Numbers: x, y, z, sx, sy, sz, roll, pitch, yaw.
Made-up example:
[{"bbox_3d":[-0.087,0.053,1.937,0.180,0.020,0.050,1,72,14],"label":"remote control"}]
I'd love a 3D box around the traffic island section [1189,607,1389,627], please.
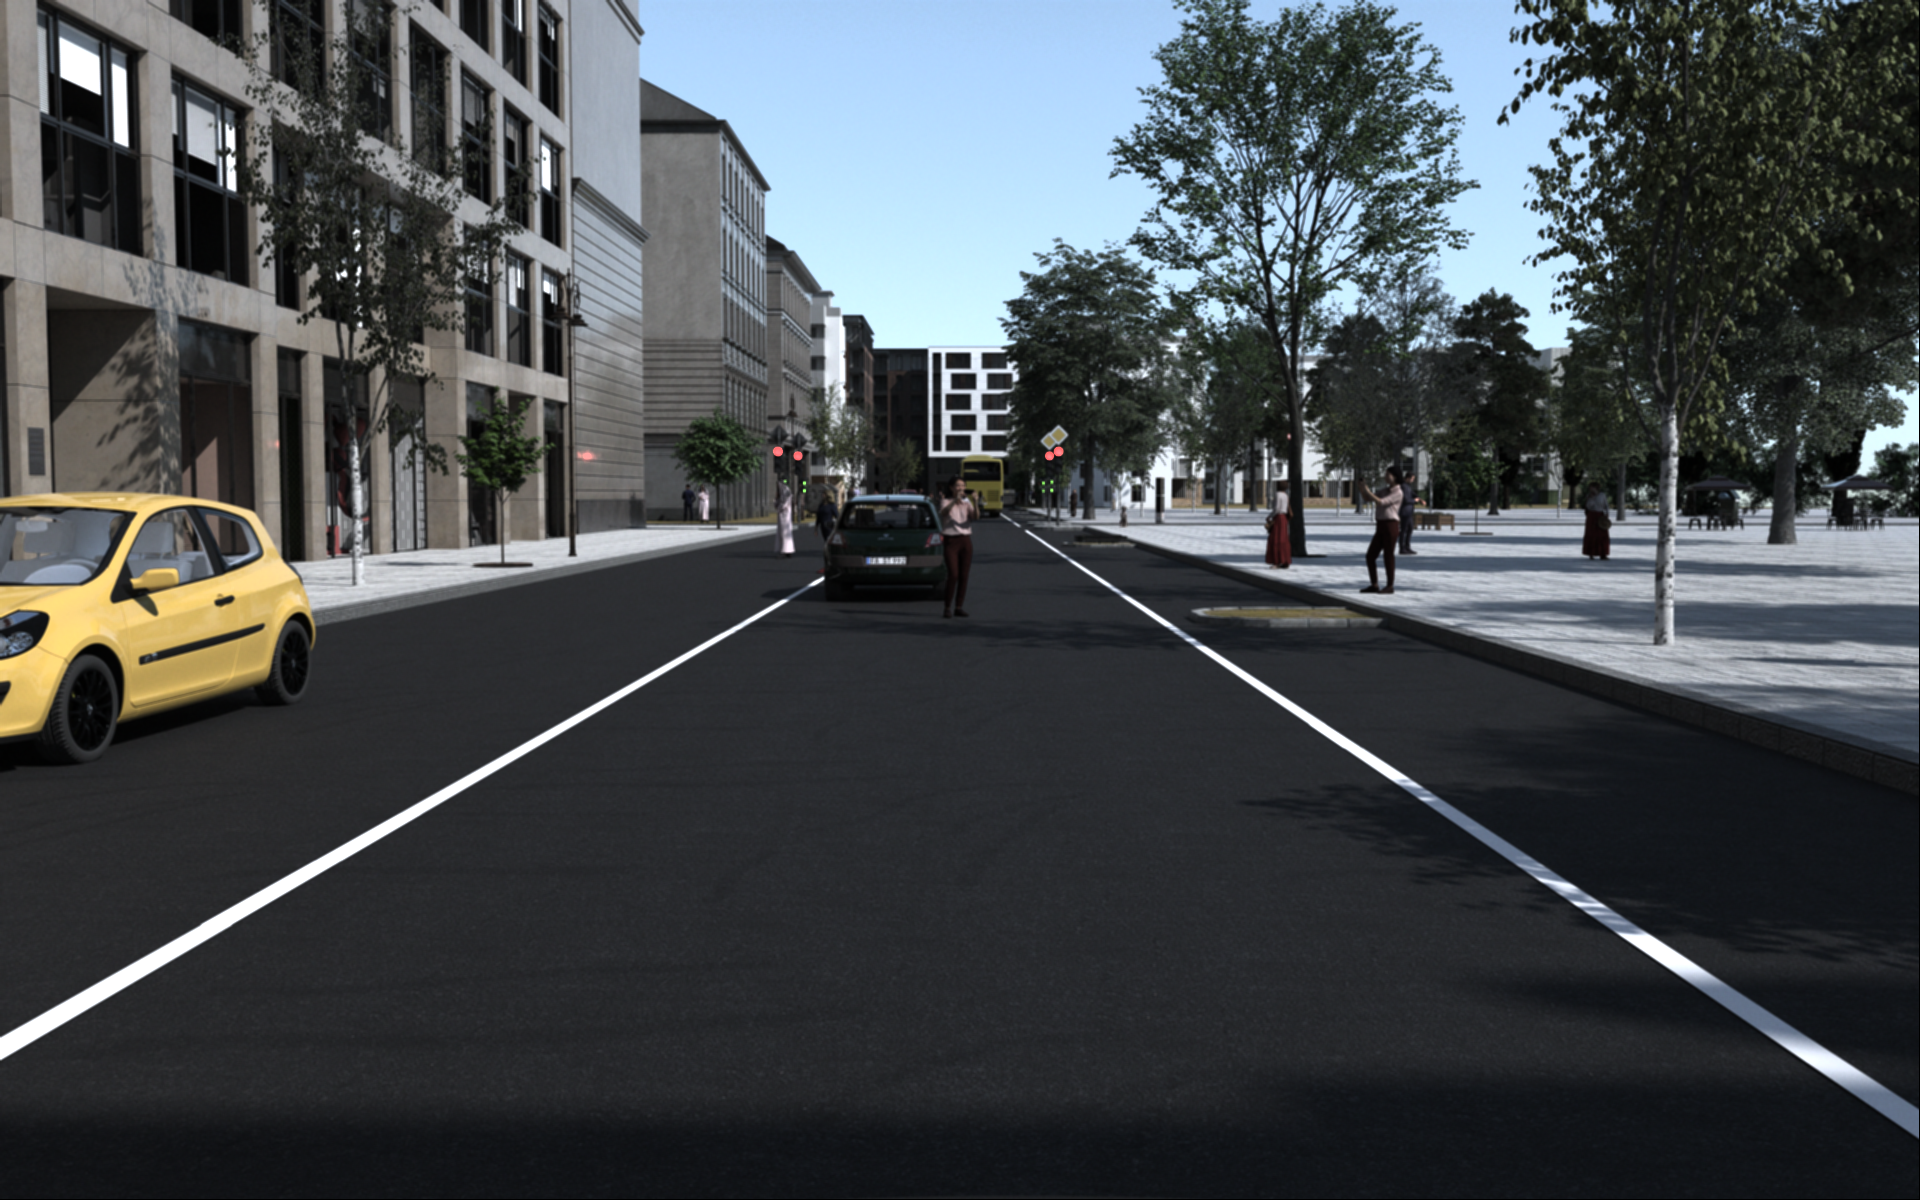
[{"bbox_3d":[3.636,0.197,19.638,1.991,0.108,1.994,0,4,0],"label":"traffic island section"}]

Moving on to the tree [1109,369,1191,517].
[{"bbox_3d":[10.482,-8.983,97.231,4.360,8.622,3.978,0,3,0],"label":"tree"}]

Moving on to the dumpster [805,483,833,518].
[{"bbox_3d":[-7.666,-5.353,93.287,1.264,1.857,1.865,0,4,0],"label":"dumpster"}]

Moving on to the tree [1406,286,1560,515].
[{"bbox_3d":[32.145,-12.049,104.427,7.806,13.903,7.818,0,3,0],"label":"tree"}]

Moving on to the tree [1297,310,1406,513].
[{"bbox_3d":[26.772,-12.790,116.537,7.806,13.903,7.818,0,3,0],"label":"tree"}]

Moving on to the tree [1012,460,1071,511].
[{"bbox_3d":[7.201,-9.225,134.541,4.285,4.588,4.351,0,3,0],"label":"tree"}]

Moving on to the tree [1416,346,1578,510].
[{"bbox_3d":[47.134,-14.858,144.752,18.604,14.587,13.155,0,3,0],"label":"tree"}]

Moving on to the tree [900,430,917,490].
[{"bbox_3d":[-7.750,-15.155,198.144,4.360,8.622,3.978,0,3,0],"label":"tree"}]

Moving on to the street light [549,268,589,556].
[{"bbox_3d":[-8.001,-3.842,35.596,0.468,5.910,1.993,0,4,0],"label":"street light"}]

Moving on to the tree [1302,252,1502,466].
[{"bbox_3d":[22.090,-10.821,87.290,12.009,13.543,11.850,0,3,0],"label":"tree"}]

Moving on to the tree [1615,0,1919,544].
[{"bbox_3d":[21.130,-8.414,44.225,9.857,13.997,8.962,0,3,0],"label":"tree"}]

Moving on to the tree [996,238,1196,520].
[{"bbox_3d":[6.583,-11.006,86.605,9.857,13.997,8.962,0,3,0],"label":"tree"}]

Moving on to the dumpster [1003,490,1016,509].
[{"bbox_3d":[4.330,-9.562,164.557,1.865,1.857,1.264,0,4,0],"label":"dumpster"}]

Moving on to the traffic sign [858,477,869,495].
[{"bbox_3d":[-7.280,-7.996,130.732,0.884,2.594,0.081,1,4,10],"label":"traffic sign"}]

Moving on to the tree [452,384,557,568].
[{"bbox_3d":[-8.177,-2.208,30.696,1.663,3.219,1.824,0,3,0],"label":"tree"}]

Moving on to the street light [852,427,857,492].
[{"bbox_3d":[-7.284,-8.874,117.874,0.468,5.910,1.993,0,4,0],"label":"street light"}]

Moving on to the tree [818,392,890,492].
[{"bbox_3d":[-7.919,-10.572,123.216,4.360,8.622,3.978,0,3,0],"label":"tree"}]

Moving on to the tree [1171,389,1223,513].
[{"bbox_3d":[16.229,-10.293,118.656,4.737,8.622,4.395,0,3,0],"label":"tree"}]

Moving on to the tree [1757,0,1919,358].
[{"bbox_3d":[16.666,-7.333,27.313,7.806,13.903,7.818,0,3,0],"label":"tree"}]

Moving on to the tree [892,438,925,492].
[{"bbox_3d":[-7.019,-17.022,228.671,4.737,8.622,4.395,0,3,0],"label":"tree"}]

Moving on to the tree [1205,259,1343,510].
[{"bbox_3d":[24.021,-17.495,141.927,12.611,20.169,13.585,0,3,0],"label":"tree"}]

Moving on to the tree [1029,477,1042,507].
[{"bbox_3d":[7.920,-10.927,173.252,1.663,3.219,1.824,0,3,0],"label":"tree"}]

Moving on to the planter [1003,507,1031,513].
[{"bbox_3d":[4.334,-6.698,130.659,1.991,0.319,1.994,0,4,0],"label":"planter"}]

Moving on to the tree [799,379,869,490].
[{"bbox_3d":[-8.165,-9.757,109.887,4.737,8.622,4.395,0,3,0],"label":"tree"}]

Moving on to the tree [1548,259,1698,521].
[{"bbox_3d":[31.803,-10.038,82.250,7.486,12.596,7.792,0,3,0],"label":"tree"}]

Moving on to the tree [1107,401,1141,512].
[{"bbox_3d":[10.986,-10.522,122.404,4.737,8.622,4.395,0,3,0],"label":"tree"}]

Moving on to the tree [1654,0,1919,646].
[{"bbox_3d":[6.212,-3.916,14.396,4.737,8.622,4.395,0,3,0],"label":"tree"}]

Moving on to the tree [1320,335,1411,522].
[{"bbox_3d":[18.803,-7.899,79.510,4.360,8.622,3.978,0,3,0],"label":"tree"}]

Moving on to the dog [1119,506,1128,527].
[{"bbox_3d":[6.467,-3.238,67.323,0.800,0.831,0.513,-3,5,-43],"label":"dog"}]

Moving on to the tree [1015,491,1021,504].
[{"bbox_3d":[7.465,-14.415,230.288,1.663,3.219,1.824,0,3,0],"label":"tree"}]

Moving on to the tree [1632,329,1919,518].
[{"bbox_3d":[46.641,-11.998,97.992,18.604,14.587,13.155,3,4,38],"label":"tree"}]

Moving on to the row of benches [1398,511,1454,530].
[{"bbox_3d":[16.579,-2.926,63.298,1.422,0.672,4.104,-1,4,-19],"label":"row of benches"}]

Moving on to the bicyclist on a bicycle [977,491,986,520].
[{"bbox_3d":[1.130,-5.299,96.657,1.499,1.676,1.625,0,3,0],"label":"bicyclist on a bicycle"}]

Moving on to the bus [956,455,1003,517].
[{"bbox_3d":[1.227,-7.170,108.770,2.896,3.916,12.252,0,4,-1],"label":"bus"}]

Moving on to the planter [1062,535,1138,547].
[{"bbox_3d":[3.814,-1.612,47.494,1.991,0.319,1.994,0,4,0],"label":"planter"}]

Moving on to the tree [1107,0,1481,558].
[{"bbox_3d":[6.778,-6.688,35.112,9.928,11.665,9.643,0,3,0],"label":"tree"}]

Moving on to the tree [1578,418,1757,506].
[{"bbox_3d":[49.023,-9.629,120.335,11.467,7.101,20.602,-1,4,-12],"label":"tree"}]

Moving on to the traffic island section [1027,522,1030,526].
[{"bbox_3d":[4.007,-3.378,77.518,2.009,0.180,2.903,0,4,0],"label":"traffic island section"}]

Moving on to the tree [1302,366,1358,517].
[{"bbox_3d":[21.015,-8.944,96.599,4.737,8.622,4.395,0,3,0],"label":"tree"}]

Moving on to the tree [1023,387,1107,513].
[{"bbox_3d":[7.034,-10.094,115.401,4.737,8.622,4.395,0,3,0],"label":"tree"}]

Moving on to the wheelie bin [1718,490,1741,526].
[{"bbox_3d":[30.864,-3.769,69.523,0.693,1.594,0.980,3,5,42],"label":"wheelie bin"}]

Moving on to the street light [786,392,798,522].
[{"bbox_3d":[-7.614,-6.488,78.860,0.468,5.910,1.993,0,4,0],"label":"street light"}]

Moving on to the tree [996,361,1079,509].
[{"bbox_3d":[6.858,-13.942,146.081,7.486,12.596,7.792,0,3,0],"label":"tree"}]

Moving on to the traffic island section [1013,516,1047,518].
[{"bbox_3d":[4.156,-4.896,102.908,1.991,0.108,1.994,0,4,0],"label":"traffic island section"}]

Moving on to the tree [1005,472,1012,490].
[{"bbox_3d":[6.975,-13.335,201.740,4.285,4.588,4.351,0,3,0],"label":"tree"}]

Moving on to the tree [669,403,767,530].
[{"bbox_3d":[-8.831,-4.837,62.799,4.285,4.588,4.351,0,3,0],"label":"tree"}]

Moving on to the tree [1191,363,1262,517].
[{"bbox_3d":[15.035,-9.010,97.671,4.360,8.622,3.978,0,3,0],"label":"tree"}]

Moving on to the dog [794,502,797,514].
[{"bbox_3d":[-10.505,-5.787,109.000,0.513,0.831,0.800,3,5,44],"label":"dog"}]

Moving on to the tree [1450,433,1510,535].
[{"bbox_3d":[16.268,-3.686,54.861,1.663,3.219,1.824,0,3,0],"label":"tree"}]

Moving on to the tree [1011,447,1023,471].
[{"bbox_3d":[7.370,-14.376,185.403,4.737,8.622,4.395,0,3,0],"label":"tree"}]

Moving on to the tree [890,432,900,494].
[{"bbox_3d":[-7.673,-11.202,133.517,4.360,8.622,3.978,0,3,0],"label":"tree"}]

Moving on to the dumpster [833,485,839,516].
[{"bbox_3d":[-7.555,-5.649,98.123,1.264,1.857,1.865,0,4,1],"label":"dumpster"}]

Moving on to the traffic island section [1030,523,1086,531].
[{"bbox_3d":[3.957,-2.890,69.533,2.009,0.180,2.903,0,4,0],"label":"traffic island section"}]

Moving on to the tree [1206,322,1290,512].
[{"bbox_3d":[21.254,-13.419,126.829,7.806,13.903,7.818,0,3,0],"label":"tree"}]

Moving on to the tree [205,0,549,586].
[{"bbox_3d":[-8.170,-4.496,23.874,4.360,8.622,3.978,0,3,0],"label":"tree"}]
